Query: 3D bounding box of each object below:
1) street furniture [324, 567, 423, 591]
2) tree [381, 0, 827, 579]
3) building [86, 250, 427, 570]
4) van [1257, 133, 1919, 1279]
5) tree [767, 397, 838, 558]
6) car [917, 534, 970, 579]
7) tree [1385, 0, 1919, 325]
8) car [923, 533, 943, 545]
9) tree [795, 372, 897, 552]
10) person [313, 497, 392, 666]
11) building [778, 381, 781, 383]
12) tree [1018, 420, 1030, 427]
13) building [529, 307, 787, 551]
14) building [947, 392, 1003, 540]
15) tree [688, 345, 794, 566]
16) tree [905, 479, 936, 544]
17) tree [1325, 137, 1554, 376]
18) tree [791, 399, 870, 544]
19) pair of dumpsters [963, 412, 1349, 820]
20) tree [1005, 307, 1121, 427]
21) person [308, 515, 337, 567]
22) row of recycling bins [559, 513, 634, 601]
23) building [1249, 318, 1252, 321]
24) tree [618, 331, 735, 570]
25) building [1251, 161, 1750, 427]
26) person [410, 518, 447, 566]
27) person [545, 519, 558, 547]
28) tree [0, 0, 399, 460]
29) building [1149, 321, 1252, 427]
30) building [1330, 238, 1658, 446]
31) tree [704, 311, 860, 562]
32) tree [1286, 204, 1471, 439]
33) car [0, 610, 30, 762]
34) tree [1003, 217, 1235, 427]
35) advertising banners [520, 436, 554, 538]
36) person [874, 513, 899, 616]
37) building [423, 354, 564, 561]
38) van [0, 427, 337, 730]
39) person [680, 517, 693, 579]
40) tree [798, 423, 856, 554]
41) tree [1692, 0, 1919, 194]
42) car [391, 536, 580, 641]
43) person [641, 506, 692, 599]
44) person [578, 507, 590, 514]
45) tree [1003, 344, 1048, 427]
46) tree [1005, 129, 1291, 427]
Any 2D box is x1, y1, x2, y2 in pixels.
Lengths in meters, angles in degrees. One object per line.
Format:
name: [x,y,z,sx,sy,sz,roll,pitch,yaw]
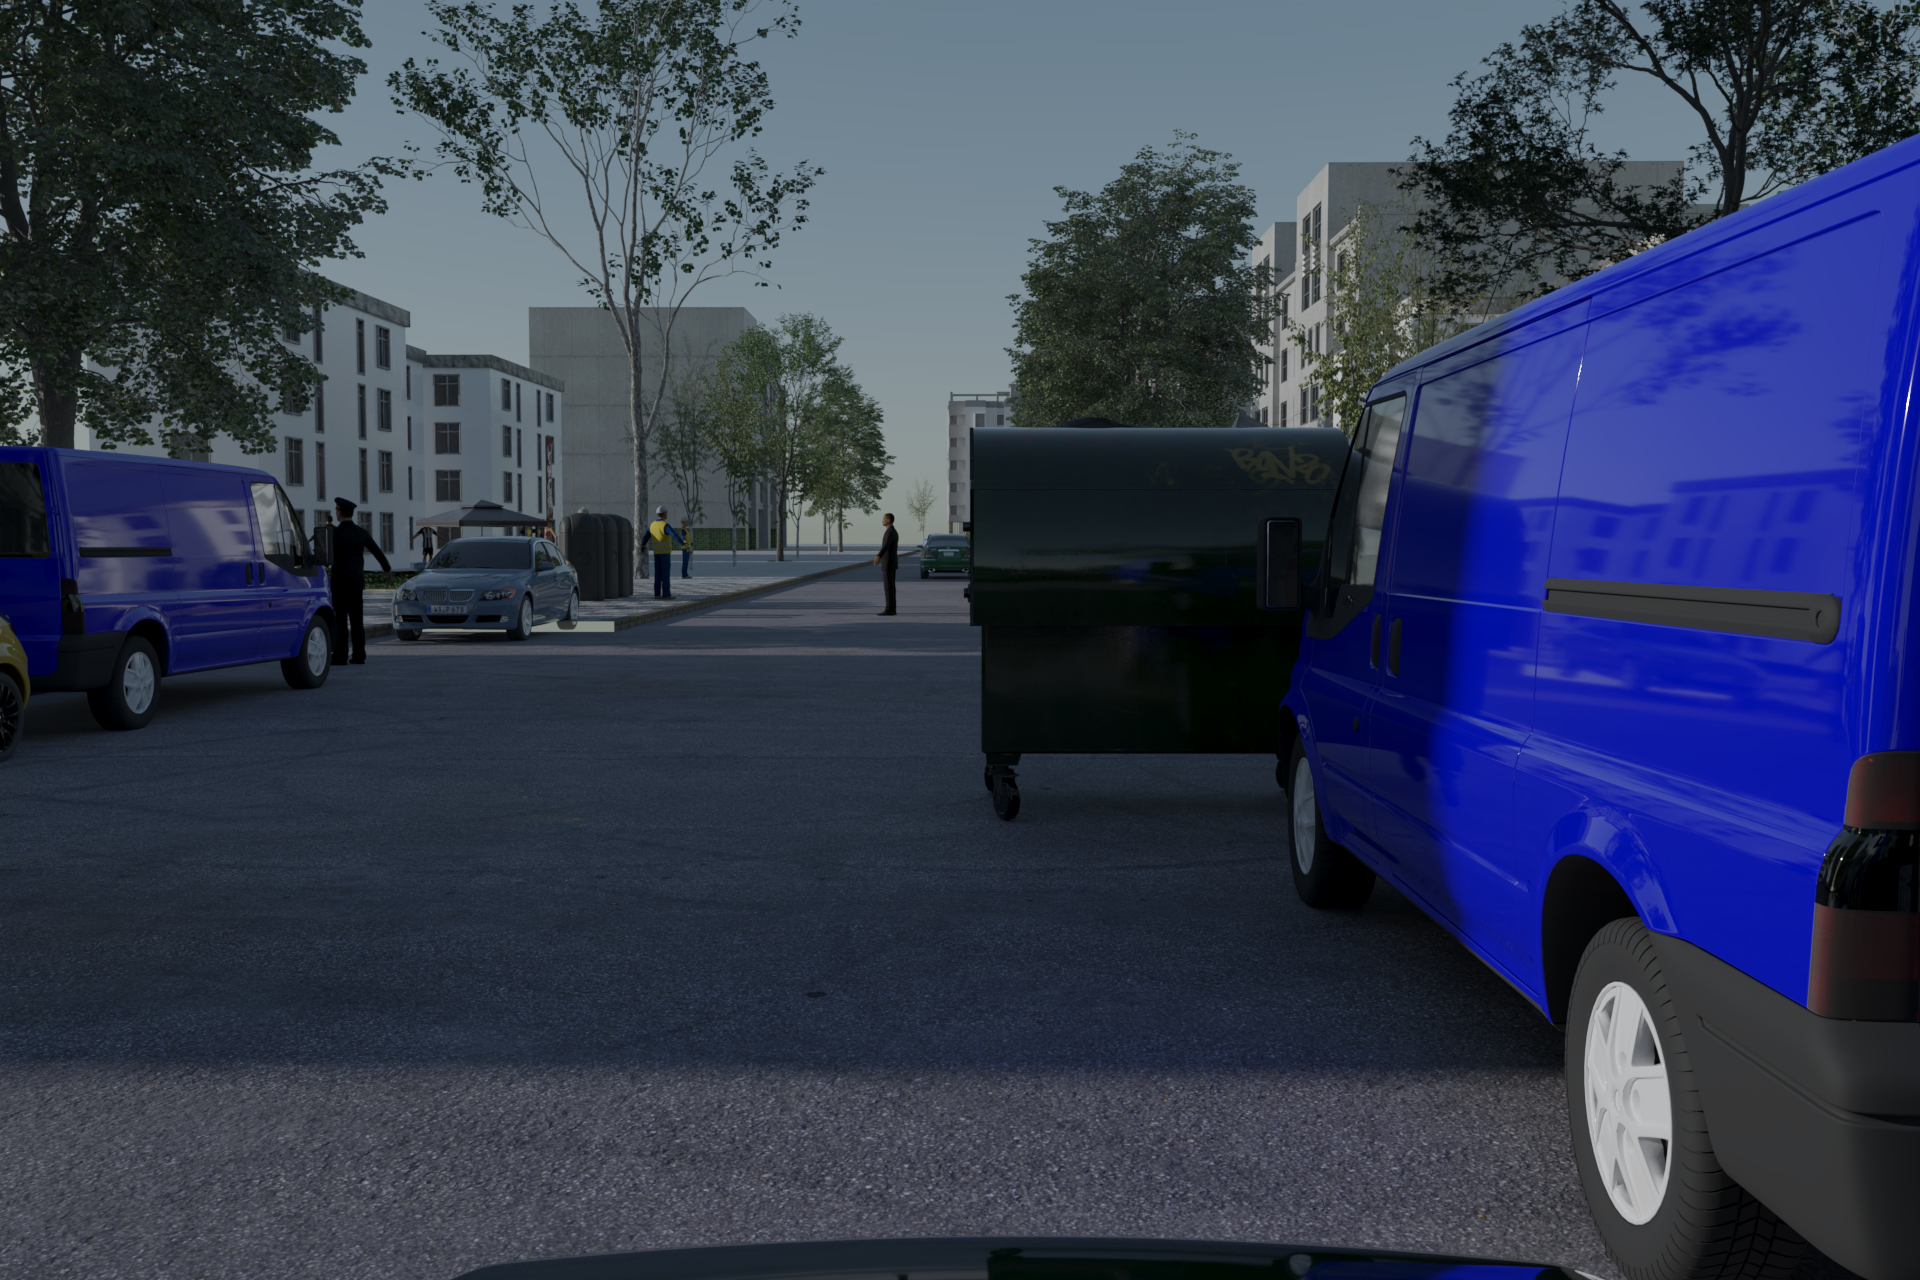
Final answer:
street furniture: [-14.752,-1.563,41.188,10.072,0.657,5.734,1,4,9]
tree: [-9.937,-11.744,47.905,12.611,20.169,13.585,0,3,0]
building: [-25.255,-7.541,65.449,9.099,9.664,28.070,0,4,0]
van: [2.214,-0.032,4.902,2.240,2.365,5.245,0,4,0]
tree: [-8.665,-8.723,92.991,4.737,8.622,4.395,0,3,0]
car: [-0.371,-2.749,56.741,2.131,1.459,4.920,0,4,0]
tree: [8.328,-5.221,19.768,7.601,10.594,8.767,-1,4,-18]
car: [-1.676,-7.078,125.320,1.945,1.707,3.694,0,4,1]
tree: [-8.099,-12.467,121.962,7.486,12.596,7.792,0,3,0]
person: [-6.742,-0.648,18.992,0.705,1.837,1.347,2,4,33]
building: [-23.929,-19.157,169.633,16.016,20.090,11.380,0,4,1]
tree: [6.327,-9.803,94.694,8.767,10.594,7.601,0,4,5]
building: [-25.111,-17.393,150.838,16.747,18.905,31.486,0,3,0]
building: [-1.280,-22.178,221.494,11.380,20.090,16.016,0,4,-5]
tree: [-8.717,-7.232,68.599,4.737,8.622,4.395,0,3,0]
tree: [-4.442,-16.593,221.652,4.360,8.622,3.978,0,3,0]
tree: [8.627,-5.055,33.004,4.360,8.622,3.978,0,3,0]
tree: [-16.497,-22.554,224.642,12.611,20.169,13.585,0,3,0]
pair of dumpsters: [2.233,-0.256,9.139,4.436,2.255,1.574,0,4,0]
tree: [5.855,-10.033,82.166,7.486,12.596,7.792,0,3,0]
person: [-17.673,-2.595,48.574,1.346,1.812,0.704,-2,4,-28]
row of recycling bins: [-7.223,-1.688,34.719,1.069,1.692,3.534,0,4,1]
building: [27.593,-21.241,178.220,19.493,23.208,18.063,0,4,1]
tree: [-9.497,-6.843,62.240,4.360,8.622,3.978,0,3,0]
building: [26.011,-13.732,90.983,16.747,18.905,31.486,0,4,1]
person: [-18.026,-3.214,58.686,1.345,1.843,0.704,-3,5,-40]
person: [-11.782,-2.595,49.228,1.217,1.733,0.721,3,5,42]
tree: [-12.823,-7.182,24.079,9.857,13.997,8.962,0,3,0]
building: [25.847,-17.495,152.501,16.747,18.905,31.486,0,4,1]
building: [20.419,-7.299,61.488,9.099,9.664,28.070,0,4,1]
tree: [-8.254,-9.455,80.345,9.928,11.665,9.643,0,3,0]
tree: [9.279,-5.392,38.524,4.737,8.622,4.395,0,3,0]
car: [-6.870,0.047,9.452,2.015,1.641,3.980,0,4,1]
tree: [6.628,-9.979,69.817,9.857,13.997,8.962,0,3,0]
advertising banners: [-7.388,-2.093,30.402,0.090,3.025,2.074,0,4,2]
person: [-1.269,-1.332,30.465,0.704,1.802,1.346,1,4,9]
building: [-26.239,-9.357,95.128,9.099,9.664,28.070,0,4,1]
van: [-6.907,-0.608,14.324,2.240,2.365,5.245,0,4,1]
person: [-7.827,-2.657,49.898,0.721,1.772,1.216,0,4,-2]
tree: [-8.345,-9.774,110.169,4.737,8.622,4.395,0,3,0]
tree: [21.141,-10.970,35.247,12.611,20.169,13.585,0,3,0]
car: [-6.672,-0.783,24.808,2.014,1.417,4.499,0,4,1]
person: [-5.850,-1.725,34.165,1.349,1.833,0.705,2,4,35]
person: [-8.133,-1.941,37.504,0.705,1.858,1.354,3,5,45]
tree: [7.184,-12.142,105.176,9.857,13.997,8.962,0,3,0]
tree: [5.825,-9.147,56.216,9.857,13.997,8.962,0,3,0]
